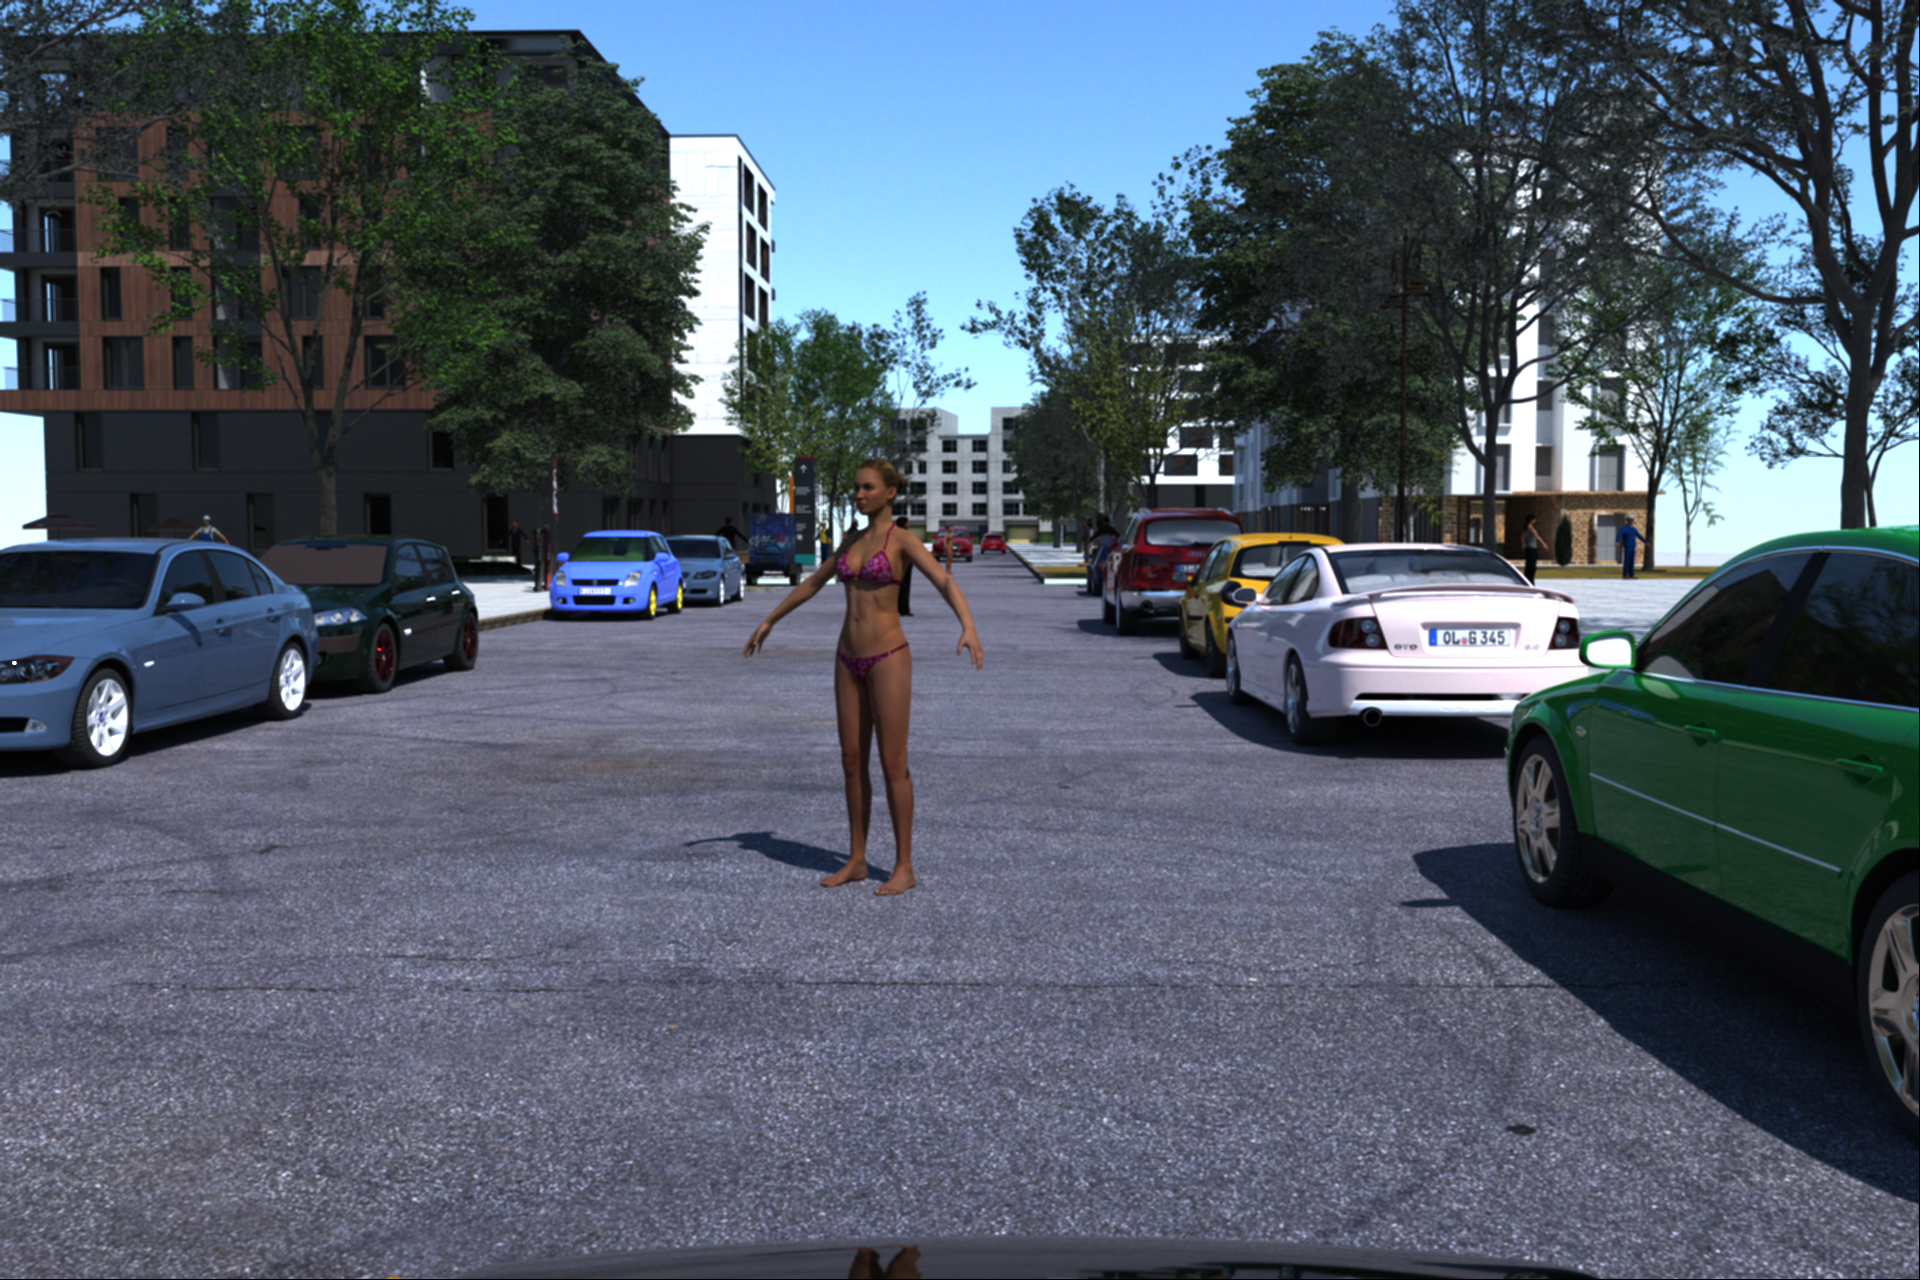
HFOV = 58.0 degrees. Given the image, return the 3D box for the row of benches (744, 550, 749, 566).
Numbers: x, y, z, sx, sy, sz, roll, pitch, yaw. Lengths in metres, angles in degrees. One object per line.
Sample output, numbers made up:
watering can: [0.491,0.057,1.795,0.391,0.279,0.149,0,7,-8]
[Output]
row of benches: [-9.413,-3.273,68.980,4.104,0.672,1.422,0,4,-4]

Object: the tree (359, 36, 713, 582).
tree: [-11.079,-8.530,46.124,9.857,13.997,8.962,0,3,0]

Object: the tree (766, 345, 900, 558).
tree: [-6.840,-10.242,93.214,9.928,11.665,9.643,0,3,0]

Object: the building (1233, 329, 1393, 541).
building: [26.251,-16.913,132.946,16.016,20.090,11.380,0,4,1]

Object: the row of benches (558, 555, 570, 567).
row of benches: [-11.648,-2.668,59.086,4.104,0.672,1.422,-2,4,-28]

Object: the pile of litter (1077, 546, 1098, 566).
pile of litter: [5.212,-3.338,68.537,1.176,0.858,1.719,0,4,0]

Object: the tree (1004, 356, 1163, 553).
tree: [7.831,-12.504,114.811,12.009,13.543,11.850,0,3,0]

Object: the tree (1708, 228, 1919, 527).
tree: [26.808,-7.122,50.863,8.767,10.594,7.601,-1,4,-9]

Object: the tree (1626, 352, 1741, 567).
tree: [28.269,-7.114,66.677,4.360,8.622,3.978,0,3,0]

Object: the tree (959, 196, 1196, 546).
tree: [6.825,-14.826,98.298,12.611,20.169,13.585,0,3,0]

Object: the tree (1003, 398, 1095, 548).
tree: [8.793,-15.255,156.074,9.857,13.997,8.962,0,3,0]

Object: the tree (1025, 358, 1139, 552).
tree: [9.028,-13.484,127.124,9.857,13.997,8.962,0,3,0]

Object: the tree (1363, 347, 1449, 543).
tree: [14.516,-6.508,56.762,4.737,8.622,4.395,0,3,0]

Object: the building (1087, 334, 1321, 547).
building: [28.062,-21.372,193.410,27.936,21.610,32.646,0,4,1]

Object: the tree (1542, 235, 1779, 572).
tree: [23.940,-8.175,59.421,9.928,11.665,9.643,0,3,0]

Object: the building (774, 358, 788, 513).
building: [-24.845,-20.023,183.795,16.016,20.090,11.380,0,4,1]

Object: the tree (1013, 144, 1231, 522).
tree: [9.579,-13.935,83.723,12.611,20.169,13.585,0,3,0]

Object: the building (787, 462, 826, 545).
building: [-21.016,-16.701,215.208,9.099,9.664,28.070,0,4,1]

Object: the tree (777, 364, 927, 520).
tree: [-7.381,-12.795,119.567,12.009,13.543,11.850,0,3,0]

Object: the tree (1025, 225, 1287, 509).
tree: [7.699,-9.768,70.078,12.009,13.543,11.850,0,3,0]

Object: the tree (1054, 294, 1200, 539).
tree: [4.928,-6.317,53.641,4.737,8.622,4.395,0,3,0]

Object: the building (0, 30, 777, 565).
building: [-25.397,-14.877,87.220,27.936,21.610,32.646,0,4,2]

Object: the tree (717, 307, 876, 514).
tree: [-7.386,-9.360,78.796,9.928,11.665,9.643,0,3,0]

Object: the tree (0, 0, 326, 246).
tree: [-12.361,-6.607,18.396,12.009,13.543,11.850,0,3,0]

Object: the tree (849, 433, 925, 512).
tree: [-6.637,-13.465,154.564,7.601,10.594,8.767,-2,4,-35]

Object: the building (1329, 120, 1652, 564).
building: [23.712,-14.025,85.735,16.016,20.090,11.380,0,4,1]

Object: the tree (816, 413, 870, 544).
tree: [-7.159,-9.287,102.203,4.737,8.622,4.395,0,3,0]

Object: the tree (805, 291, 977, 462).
tree: [-5.401,-17.089,135.297,12.611,20.169,13.585,0,3,0]

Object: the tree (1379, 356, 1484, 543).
tree: [17.486,-7.175,67.681,4.360,8.622,3.978,0,3,0]

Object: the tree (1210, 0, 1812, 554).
tree: [9.953,-7.473,32.551,12.009,13.543,11.850,0,3,0]

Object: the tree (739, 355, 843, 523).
tree: [-7.215,-7.382,71.064,4.737,8.622,4.395,0,3,0]

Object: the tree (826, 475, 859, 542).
tree: [-16.639,-20.463,244.937,12.009,13.543,11.850,0,3,0]

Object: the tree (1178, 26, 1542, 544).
tree: [10.071,-8.409,44.150,9.857,13.997,8.962,0,3,0]

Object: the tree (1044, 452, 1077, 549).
tree: [8.275,-11.824,143.683,4.360,8.622,3.978,0,3,0]

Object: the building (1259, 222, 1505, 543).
building: [23.651,-15.255,105.845,16.016,20.090,11.380,0,4,1]

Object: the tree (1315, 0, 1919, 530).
tree: [9.433,-6.578,17.919,12.009,13.543,11.850,0,3,0]

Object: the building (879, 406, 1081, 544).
building: [5.595,-23.116,246.866,31.486,18.905,16.747,1,4,10]

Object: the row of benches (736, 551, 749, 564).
row of benches: [-7.799,-2.981,64.196,4.104,0.672,1.422,-2,4,-30]
